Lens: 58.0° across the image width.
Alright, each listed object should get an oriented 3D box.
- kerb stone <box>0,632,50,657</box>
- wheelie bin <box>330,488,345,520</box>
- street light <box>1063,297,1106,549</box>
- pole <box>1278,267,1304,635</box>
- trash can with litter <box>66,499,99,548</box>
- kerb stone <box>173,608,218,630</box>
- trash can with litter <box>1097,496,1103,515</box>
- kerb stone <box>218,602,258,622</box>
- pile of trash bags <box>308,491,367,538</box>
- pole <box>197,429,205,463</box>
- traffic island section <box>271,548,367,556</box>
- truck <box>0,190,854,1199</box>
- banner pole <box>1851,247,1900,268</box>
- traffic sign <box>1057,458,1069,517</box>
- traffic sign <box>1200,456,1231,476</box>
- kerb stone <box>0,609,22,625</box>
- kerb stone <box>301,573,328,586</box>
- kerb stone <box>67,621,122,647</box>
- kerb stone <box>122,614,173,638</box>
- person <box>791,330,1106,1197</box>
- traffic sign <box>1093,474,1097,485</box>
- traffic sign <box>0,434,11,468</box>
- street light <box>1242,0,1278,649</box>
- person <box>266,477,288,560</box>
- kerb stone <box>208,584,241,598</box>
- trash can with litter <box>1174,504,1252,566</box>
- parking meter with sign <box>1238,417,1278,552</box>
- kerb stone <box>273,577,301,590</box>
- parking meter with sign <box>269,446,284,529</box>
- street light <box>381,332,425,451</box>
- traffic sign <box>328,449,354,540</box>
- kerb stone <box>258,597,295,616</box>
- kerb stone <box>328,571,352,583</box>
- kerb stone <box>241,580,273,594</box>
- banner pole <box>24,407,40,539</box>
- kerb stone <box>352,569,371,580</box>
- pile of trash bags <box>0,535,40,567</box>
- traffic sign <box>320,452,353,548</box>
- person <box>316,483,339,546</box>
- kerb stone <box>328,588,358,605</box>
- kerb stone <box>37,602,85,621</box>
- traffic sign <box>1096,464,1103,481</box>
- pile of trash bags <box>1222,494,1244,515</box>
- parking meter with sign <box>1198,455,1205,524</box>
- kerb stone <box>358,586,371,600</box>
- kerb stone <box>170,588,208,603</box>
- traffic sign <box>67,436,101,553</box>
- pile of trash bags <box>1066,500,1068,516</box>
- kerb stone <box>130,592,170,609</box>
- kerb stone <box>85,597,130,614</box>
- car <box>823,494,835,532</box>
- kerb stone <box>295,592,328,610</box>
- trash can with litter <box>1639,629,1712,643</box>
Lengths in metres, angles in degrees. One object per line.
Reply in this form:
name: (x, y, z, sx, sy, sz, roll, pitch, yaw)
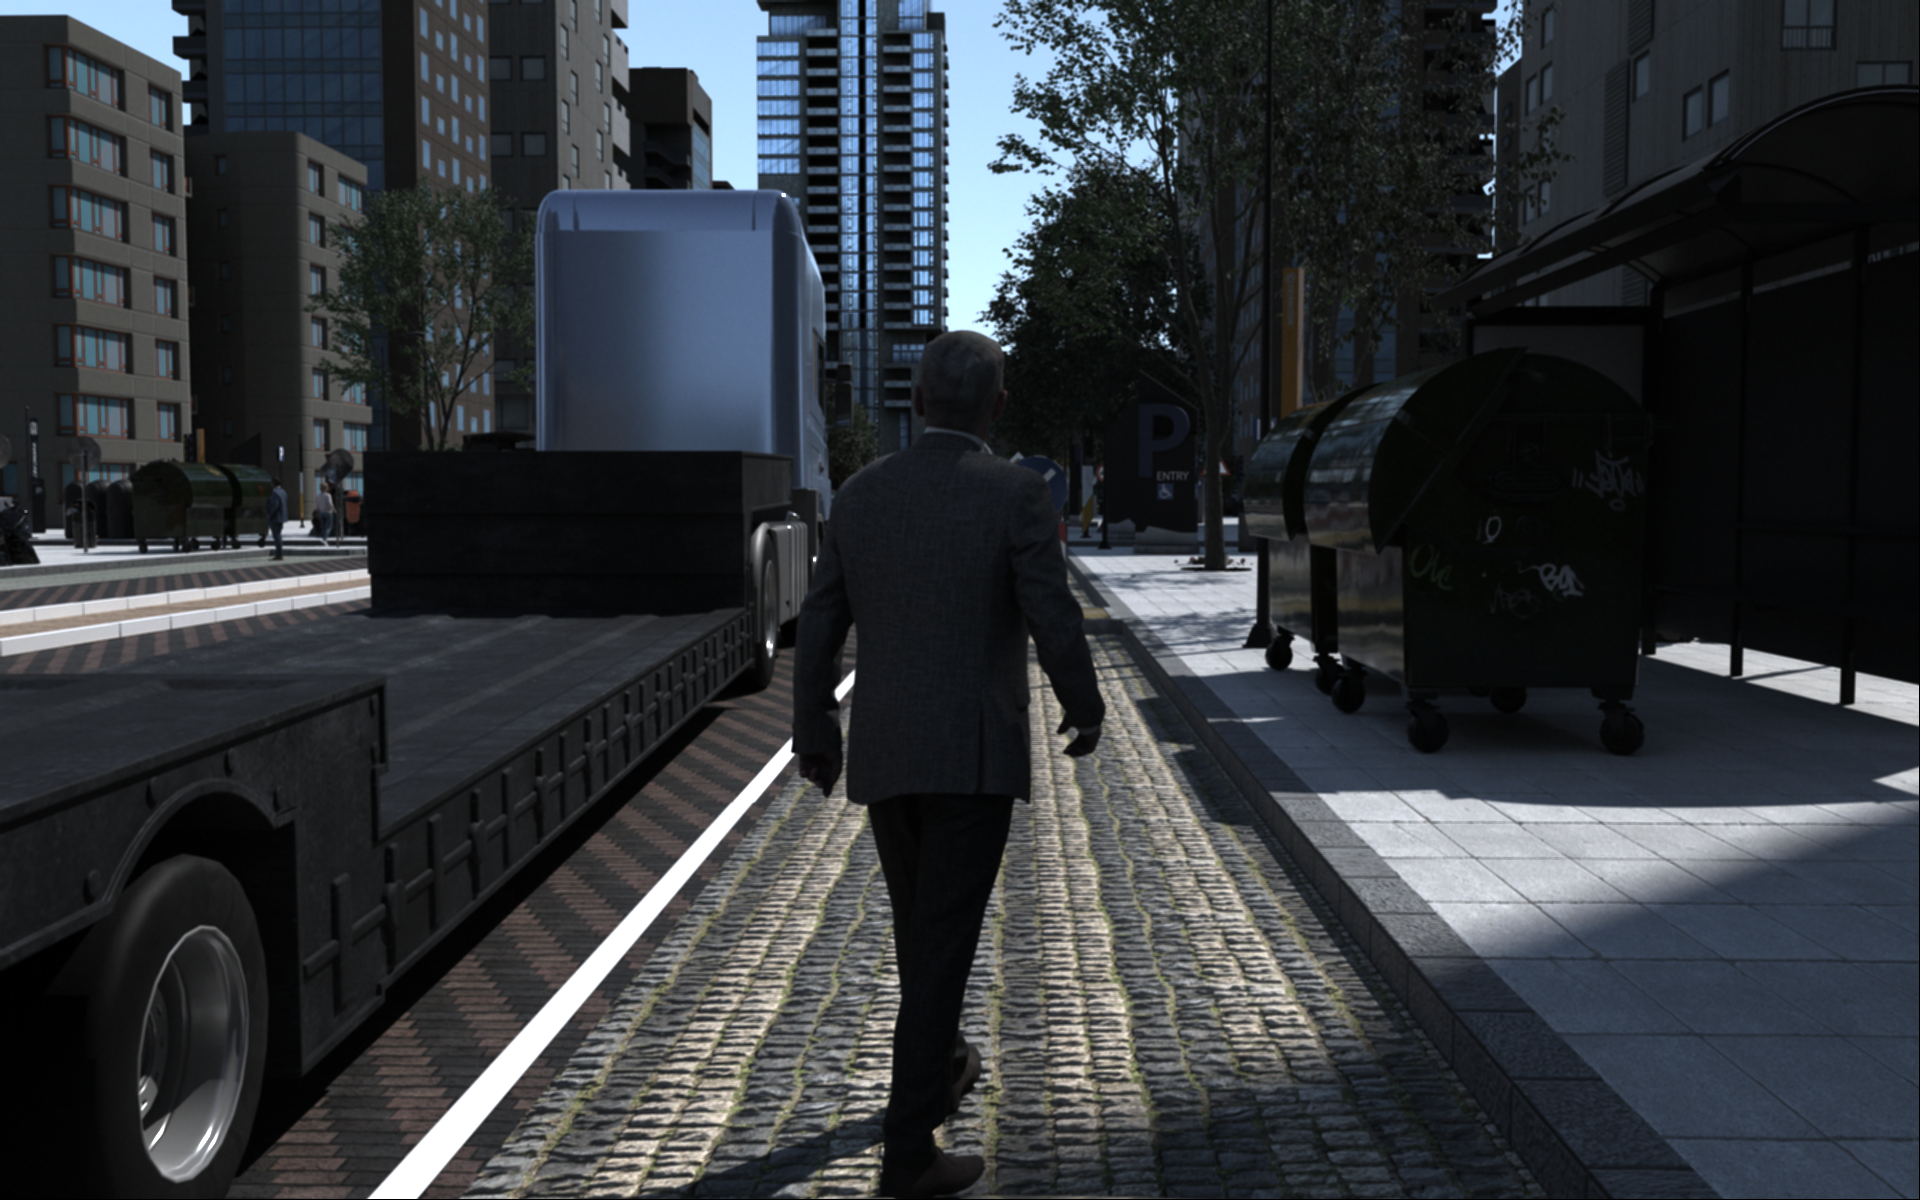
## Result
kerb stone: (-8.447, 0.398, 15.685, 0.120, 0.150, 1.000, 0, 4, 2)
wheelie bin: (-30.359, -4.690, 84.593, 0.693, 1.594, 0.980, 3, 4, 38)
street light: (2.833, -4.137, 40.188, 1.470, 5.913, 1.316, 0, 4, 2)
pole: (3.013, -1.340, 15.746, 0.158, 3.312, 0.155, 0, 3, 0)
trash can with litter: (-20.868, -1.824, 41.210, 0.624, 1.170, 1.055, -1, 4, -21)
kerb stone: (-8.353, 0.211, 18.754, 0.120, 0.150, 1.000, 0, 4, 2)
trash can with litter: (8.591, -5.767, 105.671, 0.624, 1.170, 1.055, -1, 4, -16)
kerb stone: (-8.324, 0.153, 19.776, 0.120, 0.150, 1.000, 0, 4, 2)
pile of trash bags: (-18.475, -2.595, 52.179, 1.912, 1.369, 3.447, -2, 4, -27)
pole: (-23.729, -3.691, 54.189, 0.158, 3.312, 0.155, 0, 3, 0)
traffic island section: (-14.842, -1.161, 41.259, 2.009, 0.180, 2.903, 0, 4, 2)
truck: (-2.604, -1.213, 9.587, 2.967, 4.110, 18.799, 0, 4, 0)
banner pole: (7.044, -1.427, 13.354, 0.863, 3.779, 0.401, -2, 4, -34)
traffic sign: (6.086, -6.275, 96.476, 2.265, 3.308, 0.079, 0, 4, 6)
traffic sign: (7.346, -3.049, 49.862, 0.884, 2.594, 0.081, 0, 4, 4)
kerb stone: (-10.445, 0.204, 18.893, 0.120, 0.150, 1.000, 0, 4, 2)
kerb stone: (-10.191, -0.299, 27.092, 0.120, 0.150, 1.000, 0, 4, 2)
kerb stone: (-8.427, 0.337, 16.707, 0.120, 0.150, 1.000, 0, 4, 2)
kerb stone: (-8.390, 0.273, 17.732, 0.120, 0.150, 1.000, 0, 4, 2)
person: (-0.004, 0.313, 3.775, 0.661, 1.777, 0.834, 1, 4, 20)
traffic sign: (8.096, -6.543, 107.084, 0.768, 2.556, 0.104, 0, 4, 4)
traffic sign: (-19.965, -2.182, 35.785, 0.768, 2.556, 0.104, 0, 4, 5)
street light: (2.006, -2.559, 14.386, 1.470, 5.913, 1.316, 0, 4, 2)
person: (-14.676, -1.746, 37.234, 0.419, 1.800, 0.721, -1, 4, -9)
kerb stone: (-10.286, -0.102, 24.014, 0.120, 0.150, 1.000, 0, 4, 2)
trash can with litter: (4.835, -1.292, 32.181, 1.678, 1.210, 2.233, 1, 4, 17)
parking meter with sign: (6.639, -2.599, 38.761, 0.543, 3.016, 1.738, 1, 4, 23)
kerb stone: (-10.224, -0.236, 26.062, 0.120, 0.150, 1.000, 0, 4, 2)
parking meter with sign: (-25.598, -4.090, 63.128, 1.738, 3.016, 0.543, 0, 4, -5)
street light: (-16.010, -4.722, 49.753, 1.470, 5.913, 1.316, 0, 4, 2)
traffic sign: (-17.387, -2.968, 48.641, 0.768, 2.556, 0.104, 0, 4, 7)
kerb stone: (-8.290, 0.085, 20.802, 0.120, 0.150, 1.000, 0, 4, 2)
kerb stone: (-10.159, -0.362, 28.113, 0.120, 0.150, 1.000, 0, 4, 2)
kerb stone: (-10.249, -0.173, 25.035, 0.120, 0.150, 1.000, 0, 4, 2)
banner pole: (-26.701, -3.660, 49.859, 0.401, 3.779, 0.863, 0, 4, -3)
kerb stone: (-10.126, -0.424, 29.134, 0.120, 0.150, 1.000, 0, 4, 2)
pile of trash bags: (-18.484, -1.320, 31.327, 3.447, 1.369, 1.912, 1, 4, 15)
traffic sign: (-14.818, -2.297, 41.197, 0.795, 2.450, 0.064, 0, 4, 2)
person: (-17.159, -2.306, 46.871, 0.731, 1.740, 0.598, 0, 4, 4)
kerb stone: (-8.221, -0.035, 22.854, 0.120, 0.150, 1.000, 0, 4, 2)
kerb stone: (-10.416, 0.139, 19.917, 0.120, 0.150, 1.000, 0, 4, 2)
traffic sign: (5.982, -4.356, 71.330, 0.768, 2.556, 0.104, 0, 4, 5)
pile of trash bags: (16.318, -5.784, 104.323, 1.912, 1.369, 3.447, 2, 4, 32)
parking meter with sign: (10.437, -4.842, 75.424, 0.543, 3.016, 1.738, 1, 4, 14)
kerb stone: (-8.195, -0.103, 23.875, 0.120, 0.150, 1.000, 0, 4, 2)
kerb stone: (-10.317, -0.048, 22.992, 0.120, 0.150, 1.000, 0, 4, 2)
traffic sign: (-19.124, -2.306, 37.817, 0.768, 2.556, 0.104, 0, 4, 3)
pile of trash bags: (6.415, -5.608, 101.450, 3.447, 1.369, 1.912, 1, 4, 17)
kerb stone: (-10.355, 0.022, 21.970, 0.120, 0.150, 1.000, 0, 4, 2)
kerb stone: (-10.385, 0.080, 20.946, 0.120, 0.150, 1.000, 0, 4, 2)
car: (-4.270, -3.232, 64.648, 2.131, 1.459, 4.920, 0, 4, 0)
kerb stone: (-8.258, 0.022, 21.832, 0.120, 0.150, 1.000, 0, 4, 2)
trash can with litter: (6.369, -0.231, 15.162, 1.055, 1.170, 0.624, 0, 4, -1)
